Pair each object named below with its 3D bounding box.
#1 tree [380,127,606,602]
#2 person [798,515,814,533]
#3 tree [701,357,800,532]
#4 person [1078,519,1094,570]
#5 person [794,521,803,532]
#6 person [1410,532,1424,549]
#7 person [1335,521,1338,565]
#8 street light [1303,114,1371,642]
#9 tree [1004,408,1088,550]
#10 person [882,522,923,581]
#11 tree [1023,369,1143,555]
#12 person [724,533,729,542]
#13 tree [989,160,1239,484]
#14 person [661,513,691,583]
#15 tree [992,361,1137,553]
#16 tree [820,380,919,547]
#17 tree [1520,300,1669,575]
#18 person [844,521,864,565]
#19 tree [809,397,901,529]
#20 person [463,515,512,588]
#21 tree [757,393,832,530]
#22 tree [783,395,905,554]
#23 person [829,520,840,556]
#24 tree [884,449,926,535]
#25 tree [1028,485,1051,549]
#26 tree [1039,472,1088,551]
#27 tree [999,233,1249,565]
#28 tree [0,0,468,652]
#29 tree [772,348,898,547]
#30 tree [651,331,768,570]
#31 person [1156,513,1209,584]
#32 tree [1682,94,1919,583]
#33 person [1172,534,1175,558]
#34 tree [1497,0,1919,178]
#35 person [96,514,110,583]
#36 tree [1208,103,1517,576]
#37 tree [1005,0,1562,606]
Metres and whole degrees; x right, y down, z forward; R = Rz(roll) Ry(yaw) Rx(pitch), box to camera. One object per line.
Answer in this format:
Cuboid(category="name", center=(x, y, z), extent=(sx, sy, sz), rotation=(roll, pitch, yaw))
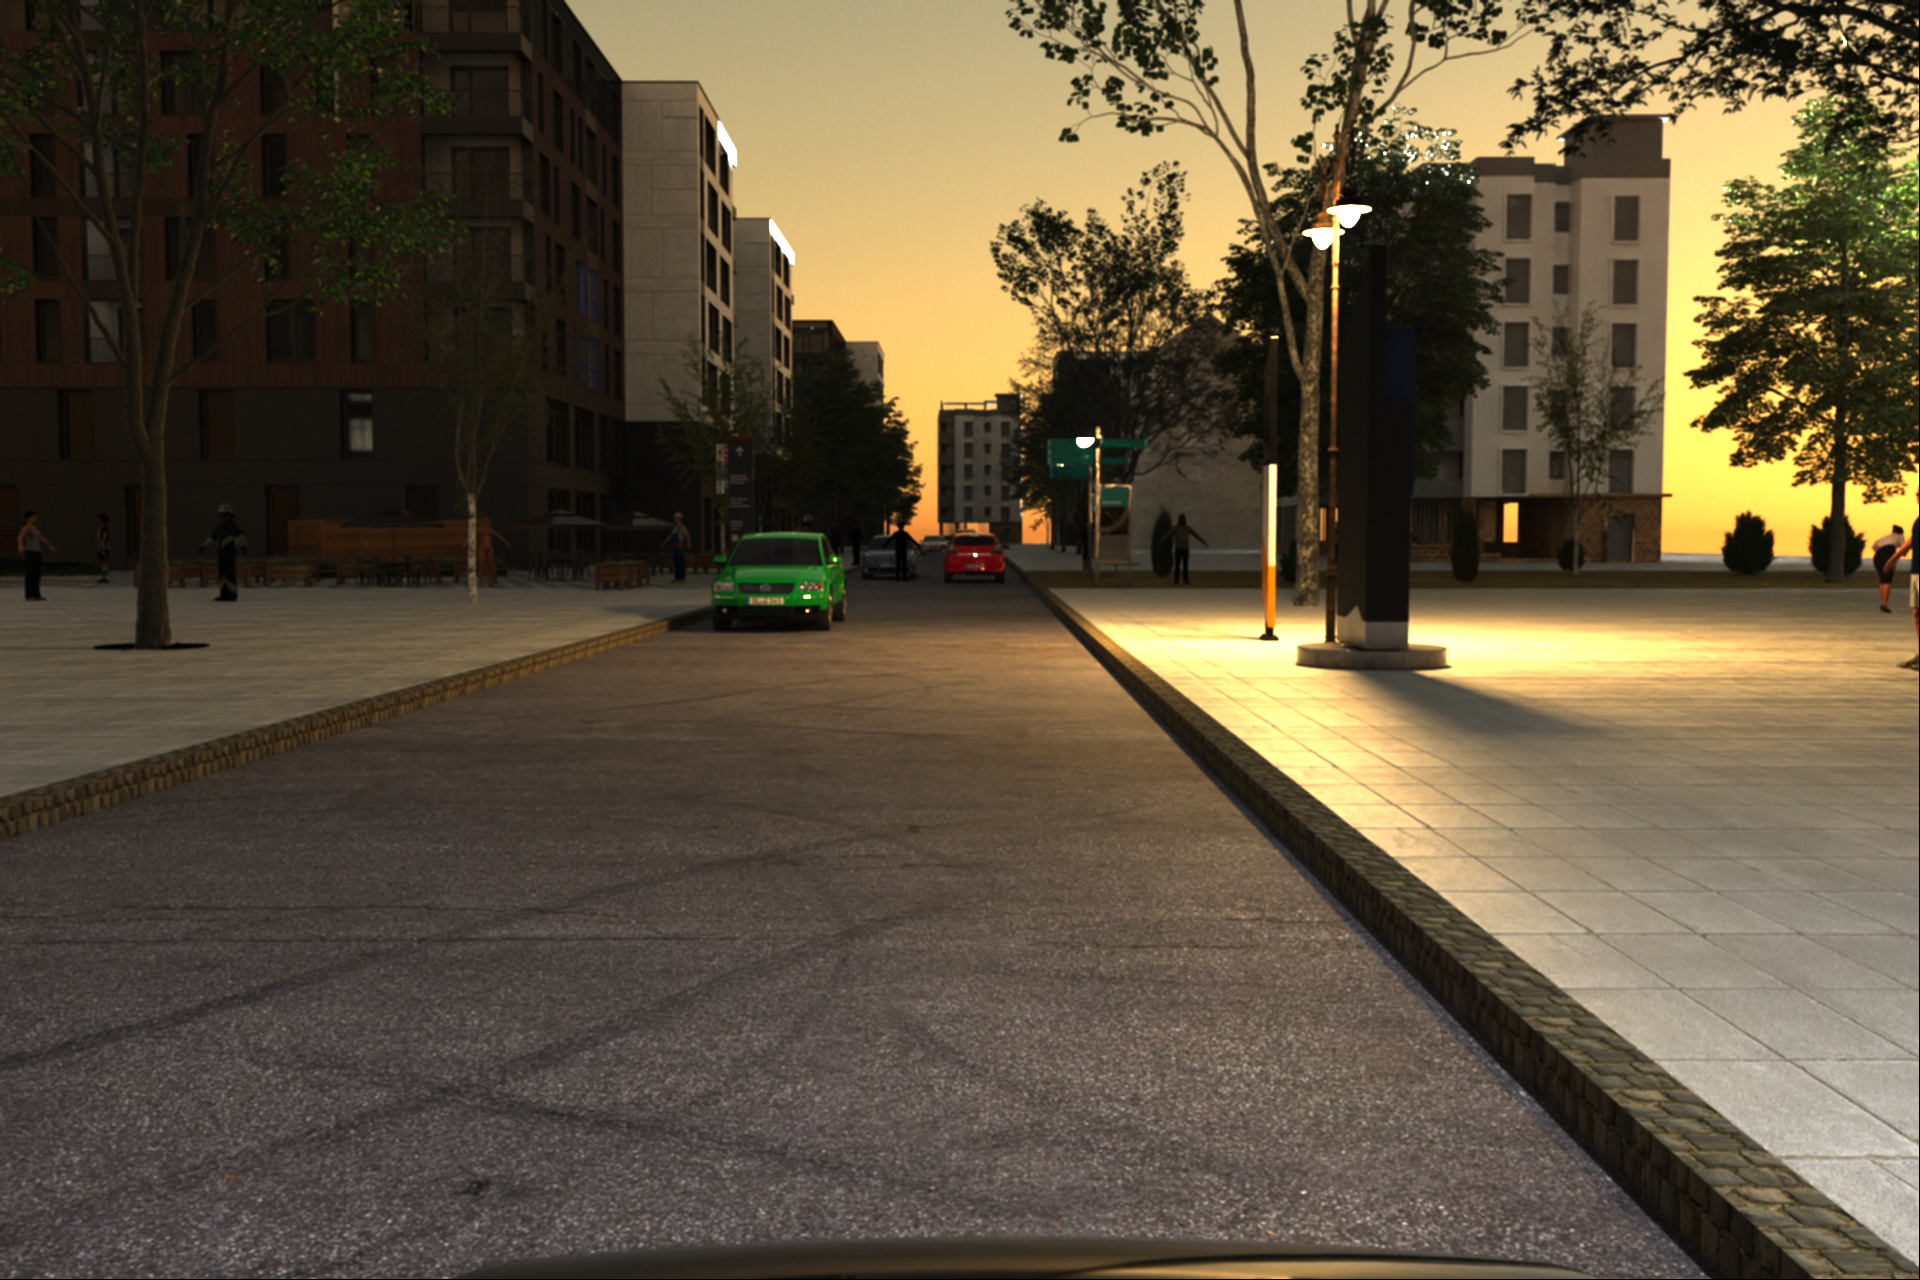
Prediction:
Cuboid(category="tree", center=(-9.363, -5.006, 32.213), extent=(4.360, 8.622, 3.978), rotation=(0, 3, 0))
Cuboid(category="person", center=(-4.555, -2.833, 52.088), extent=(0.705, 1.858, 1.354), rotation=(-1, 4, -21))
Cuboid(category="tree", center=(-8.017, -7.401, 71.372), extent=(4.360, 8.622, 3.978), rotation=(0, 3, 0))
Cuboid(category="person", center=(4.622, -3.456, 62.647), extent=(0.704, 1.812, 1.346), rotation=(3, 5, 39))
Cuboid(category="person", center=(-6.510, -3.950, 70.767), extent=(1.347, 1.806, 0.705), rotation=(0, 4, 5))
Cuboid(category="person", center=(11.736, -2.458, 46.465), extent=(1.348, 1.796, 0.705), rotation=(2, 4, 24))
Cuboid(category="person", center=(15.797, -4.055, 72.273), extent=(0.705, 1.833, 1.349), rotation=(0, 4, 0))
Cuboid(category="street light", center=(4.248, -2.868, 19.684), extent=(0.468, 5.910, 1.993), rotation=(0, 4, 1))
Cuboid(category="tree", center=(7.427, -13.611, 140.659), extent=(7.486, 12.596, 7.792), rotation=(0, 3, 0))
Cuboid(category="person", center=(-1.764, -2.680, 52.458), extent=(1.347, 1.806, 0.705), rotation=(1, 4, 21))
Cuboid(category="tree", center=(7.577, -11.185, 108.627), extent=(9.928, 11.665, 9.643), rotation=(0, 3, 0))
Cuboid(category="person", center=(-9.326, -4.023, 72.242), extent=(1.216, 1.772, 0.721), rotation=(1, 4, 19))
Cuboid(category="tree", center=(8.397, -14.164, 87.469), extent=(12.611, 20.169, 13.585), rotation=(0, 3, 0))
Cuboid(category="person", center=(-7.437, -2.435, 45.671), extent=(0.705, 1.847, 1.347), rotation=(-3, 5, -42))
Cuboid(category="tree", center=(7.367, -12.863, 120.677), extent=(12.009, 13.543, 11.850), rotation=(0, 3, 0))
Cuboid(category="tree", center=(-7.935, -14.169, 138.315), extent=(9.857, 13.997, 8.962), rotation=(0, 3, 0))
Cuboid(category="tree", center=(19.389, -6.382, 54.701), extent=(4.360, 8.622, 3.978), rotation=(0, 3, 0))
Cuboid(category="person", center=(-4.284, -3.984, 71.080), extent=(0.705, 1.837, 1.347), rotation=(2, 4, 31))
Cuboid(category="tree", center=(-7.950, -12.413, 128.708), extent=(9.928, 11.665, 9.643), rotation=(0, 3, 0))
Cuboid(category="person", center=(-11.339, -2.123, 41.508), extent=(1.217, 1.733, 0.721), rotation=(-3, 4, -37))
Cuboid(category="tree", center=(-8.553, -8.582, 90.671), extent=(4.737, 8.622, 4.395), rotation=(0, 3, 0))
Cuboid(category="tree", center=(-7.754, -11.005, 114.337), extent=(8.767, 10.594, 7.601), rotation=(0, 4, 1))
Cuboid(category="person", center=(-4.552, -3.474, 63.020), extent=(0.704, 1.802, 1.346), rotation=(0, 4, 7))
Cuboid(category="tree", center=(-9.568, -19.937, 232.629), extent=(9.857, 13.997, 8.962), rotation=(0, 3, 0))
Cuboid(category="tree", center=(7.461, -12.057, 147.499), extent=(4.737, 8.622, 4.395), rotation=(0, 3, 0))
Cuboid(category="tree", center=(7.635, -11.129, 132.318), extent=(4.737, 8.622, 4.395), rotation=(0, 3, 0))
Cuboid(category="tree", center=(6.837, -9.839, 71.244), extent=(12.009, 13.543, 11.850), rotation=(0, 3, 0))
Cuboid(category="tree", center=(-8.962, -5.700, 18.955), extent=(9.928, 11.665, 9.643), rotation=(0, 3, 0))
Cuboid(category="tree", center=(-7.630, -11.461, 105.516), extent=(7.486, 12.596, 7.792), rotation=(0, 3, 0))
Cuboid(category="tree", center=(-8.752, -6.834, 62.092), extent=(4.737, 8.622, 4.395), rotation=(0, 3, 0))
Cuboid(category="person", center=(5.683, -2.337, 44.337), extent=(1.348, 1.813, 0.705), rotation=(0, 4, -2))
Cuboid(category="tree", center=(23.050, -7.781, 45.346), extent=(7.486, 12.596, 7.792), rotation=(0, 3, 0))
Cuboid(category="person", center=(8.859, -3.919, 73.345), extent=(0.599, 1.433, 0.991), rotation=(0, 4, -7))
Cuboid(category="tree", center=(6.391, -4.638, 10.247), extent=(7.601, 10.594, 8.767), rotation=(-1, 4, -11))
Cuboid(category="person", center=(-22.655, -2.422, 45.744), extent=(0.704, 1.843, 1.345), rotation=(-2, 4, -28))
Cuboid(category="tree", center=(11.837, -8.949, 52.979), extent=(9.857, 13.997, 8.962), rotation=(0, 3, 0))
Cuboid(category="tree", center=(5.806, -10.764, 31.884), extent=(12.611, 20.169, 13.585), rotation=(0, 3, 0))
